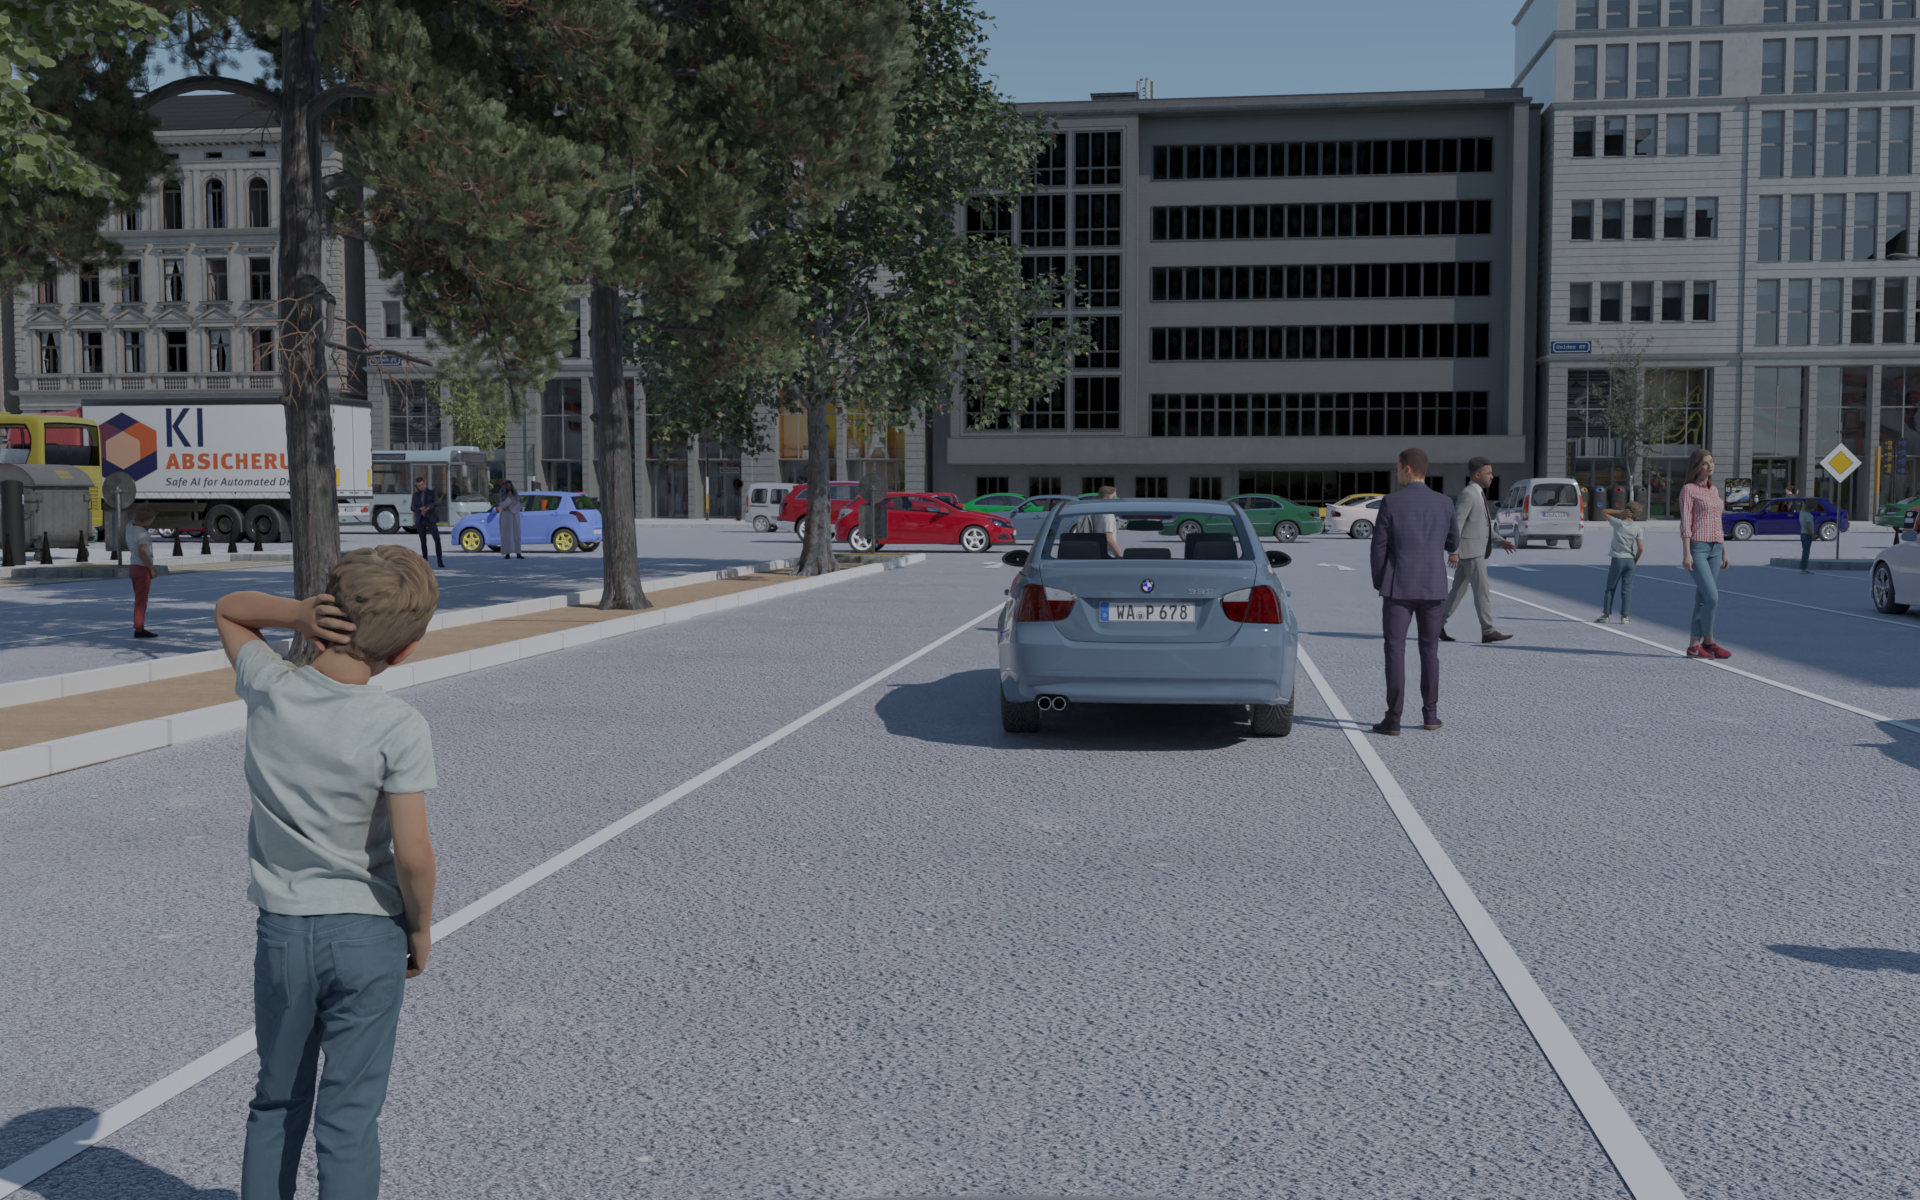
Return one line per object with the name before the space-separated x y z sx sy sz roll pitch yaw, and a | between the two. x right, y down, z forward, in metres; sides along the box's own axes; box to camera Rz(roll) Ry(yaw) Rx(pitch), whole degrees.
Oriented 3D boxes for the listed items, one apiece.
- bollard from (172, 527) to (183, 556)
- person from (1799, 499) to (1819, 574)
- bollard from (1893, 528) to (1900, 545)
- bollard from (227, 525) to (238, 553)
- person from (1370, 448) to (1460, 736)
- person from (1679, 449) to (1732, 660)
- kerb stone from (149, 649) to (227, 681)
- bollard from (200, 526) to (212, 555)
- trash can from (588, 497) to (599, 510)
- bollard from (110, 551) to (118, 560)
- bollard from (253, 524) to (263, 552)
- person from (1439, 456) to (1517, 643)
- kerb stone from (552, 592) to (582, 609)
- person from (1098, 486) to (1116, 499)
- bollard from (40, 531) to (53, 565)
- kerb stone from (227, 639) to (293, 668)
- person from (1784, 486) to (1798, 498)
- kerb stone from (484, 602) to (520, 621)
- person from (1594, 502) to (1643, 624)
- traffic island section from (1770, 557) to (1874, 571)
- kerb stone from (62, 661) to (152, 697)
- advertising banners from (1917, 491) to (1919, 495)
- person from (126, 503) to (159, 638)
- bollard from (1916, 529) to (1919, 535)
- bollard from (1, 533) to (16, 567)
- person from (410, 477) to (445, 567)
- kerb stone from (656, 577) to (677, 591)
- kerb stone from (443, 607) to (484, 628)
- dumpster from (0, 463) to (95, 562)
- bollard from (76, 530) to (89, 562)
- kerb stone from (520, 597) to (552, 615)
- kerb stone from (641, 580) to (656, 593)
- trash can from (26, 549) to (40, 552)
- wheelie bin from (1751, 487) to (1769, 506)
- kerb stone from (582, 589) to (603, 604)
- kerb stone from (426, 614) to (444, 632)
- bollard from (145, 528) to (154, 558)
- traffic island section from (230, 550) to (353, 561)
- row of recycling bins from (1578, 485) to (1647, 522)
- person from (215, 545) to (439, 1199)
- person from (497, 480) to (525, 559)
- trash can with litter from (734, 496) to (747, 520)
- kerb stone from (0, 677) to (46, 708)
bollard | -16.132 -1.202 35.694 0.229 0.601 0.229 0 3 0
person | 15.295 -1.151 31.227 0.340 1.345 0.435 0 4 -5
bollard | 18.734 -1.138 34.642 0.229 0.601 0.229 0 3 0
bollard | -15.856 -1.327 37.735 0.229 0.601 0.229 0 3 0
person | 2.742 -0.063 10.455 0.541 1.710 0.530 0 4 6
person | 6.438 -0.398 15.015 0.555 1.821 0.388 -3 5 -40
kerb stone | -6.144 0.521 13.684 0.120 0.150 1.000 0 4 8
bollard | -15.992 -1.264 36.715 0.229 0.601 0.229 0 3 0
trash can | -16.267 -3.952 76.266 0.748 1.137 0.748 0 3 0
bollard | -16.406 -1.077 33.655 0.229 0.601 0.229 0 3 0
bollard | -15.716 -1.390 38.768 0.229 0.601 0.229 0 3 0
person | 4.935 -0.486 16.724 0.850 1.792 0.678 2 4 26
kerb stone | -5.035 0.024 21.867 0.120 0.150 1.000 0 4 8
person | 1.424 -0.389 17.462 0.503 1.515 0.523 3 4 37
bollard | -16.685 -0.953 31.615 0.229 0.601 0.229 0 3 0
kerb stone | -6.000 0.461 14.703 0.120 0.150 1.000 0 4 8
person | 29.845 -3.242 62.304 0.445 1.727 0.742 3 5 44
kerb stone | -5.319 0.145 19.831 0.120 0.150 1.000 0 4 8
person | 7.292 -0.413 19.159 0.435 1.345 0.340 0 4 3
traffic island section | 17.158 -0.707 33.844 2.009 0.180 2.903 0 4 8
kerb stone | -6.286 0.584 12.663 0.120 0.150 1.000 0 4 8
advertising banners | 38.158 -4.414 68.348 2.074 3.025 0.090 -3 5 -45
person | -8.176 -0.302 17.345 0.435 1.345 0.340 2 4 31
bollard | 18.594 -1.075 33.614 0.229 0.601 0.229 0 3 0
bollard | -16.823 -0.890 30.594 0.229 0.601 0.229 0 3 0
person | -10.399 -1.519 33.786 0.683 1.767 0.568 0 4 -3
kerb stone | -4.483 -0.227 25.951 0.120 0.150 1.000 0 4 8
kerb stone | -5.458 0.207 18.808 0.120 0.150 1.000 0 4 8
dumpster | -17.874 -1.699 33.545 1.264 1.857 1.865 0 4 8
bollard | -16.550 -1.015 32.633 0.229 0.601 0.229 0 3 0
kerb stone | -5.180 0.084 20.849 0.120 0.150 1.000 0 4 8
kerb stone | -4.623 -0.167 24.933 0.120 0.150 1.000 0 4 8
trash can | -20.536 -1.632 38.340 0.748 1.137 0.748 0 3 0
wheelie bin | 35.779 -4.253 77.451 0.693 1.594 0.980 2 4 29
kerb stone | -4.903 -0.043 22.895 0.120 0.150 1.000 0 4 8
kerb stone | -5.595 0.270 17.789 0.120 0.150 1.000 0 4 8
bollard | -16.268 -1.140 34.673 0.229 0.601 0.229 0 3 0
traffic island section | -14.345 -0.968 38.103 2.009 0.180 2.903 0 4 8
row of recycling bins | 30.418 -4.545 81.429 3.534 1.692 1.069 0 4 4
person | -1.108 0.575 3.008 0.435 1.345 0.340 0 4 -7
person | -9.930 -1.775 38.186 0.551 1.740 0.621 -3 5 -42
trash can with litter | -10.697 -4.559 85.600 1.678 1.210 2.233 1 4 22
kerb stone | -6.424 0.645 11.645 0.120 0.150 1.000 0 4 8
